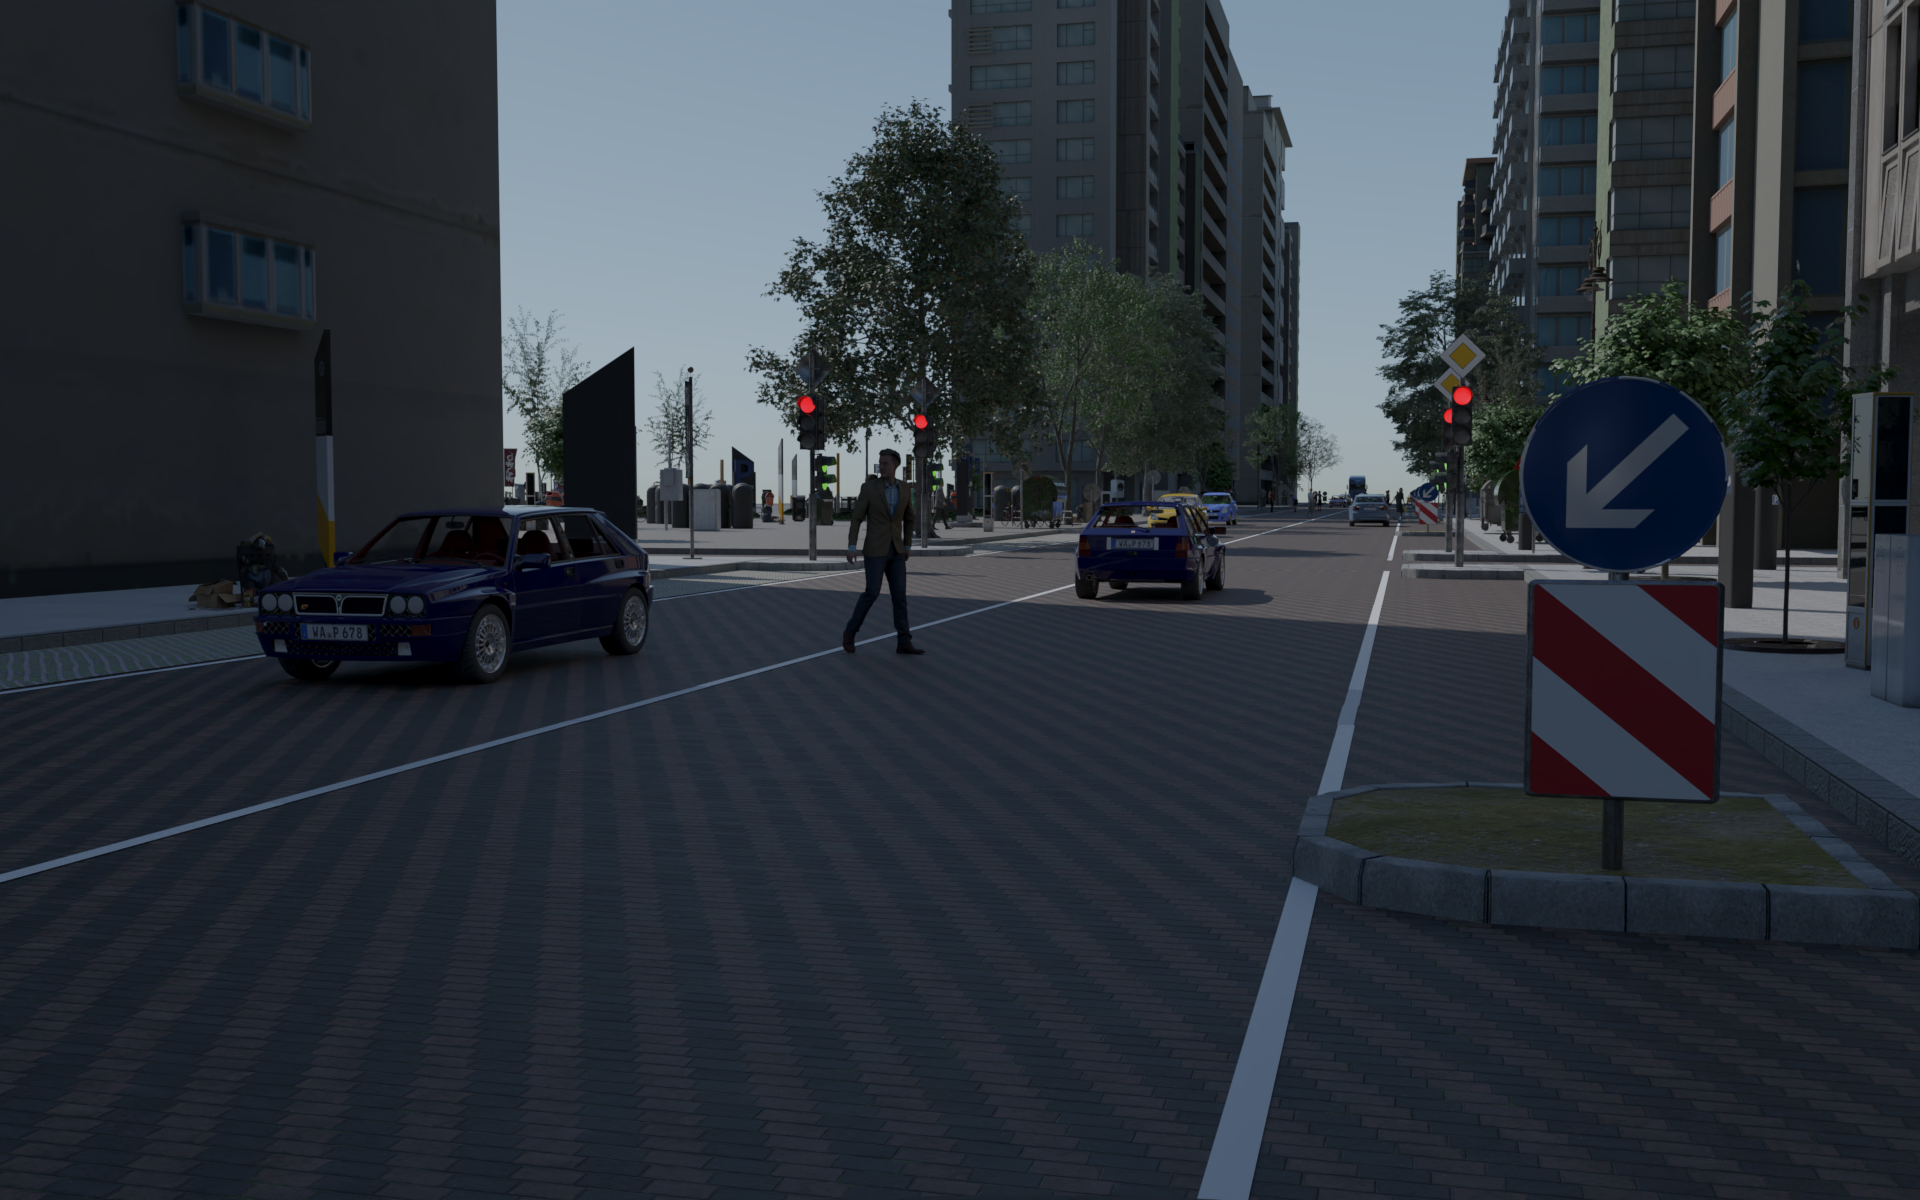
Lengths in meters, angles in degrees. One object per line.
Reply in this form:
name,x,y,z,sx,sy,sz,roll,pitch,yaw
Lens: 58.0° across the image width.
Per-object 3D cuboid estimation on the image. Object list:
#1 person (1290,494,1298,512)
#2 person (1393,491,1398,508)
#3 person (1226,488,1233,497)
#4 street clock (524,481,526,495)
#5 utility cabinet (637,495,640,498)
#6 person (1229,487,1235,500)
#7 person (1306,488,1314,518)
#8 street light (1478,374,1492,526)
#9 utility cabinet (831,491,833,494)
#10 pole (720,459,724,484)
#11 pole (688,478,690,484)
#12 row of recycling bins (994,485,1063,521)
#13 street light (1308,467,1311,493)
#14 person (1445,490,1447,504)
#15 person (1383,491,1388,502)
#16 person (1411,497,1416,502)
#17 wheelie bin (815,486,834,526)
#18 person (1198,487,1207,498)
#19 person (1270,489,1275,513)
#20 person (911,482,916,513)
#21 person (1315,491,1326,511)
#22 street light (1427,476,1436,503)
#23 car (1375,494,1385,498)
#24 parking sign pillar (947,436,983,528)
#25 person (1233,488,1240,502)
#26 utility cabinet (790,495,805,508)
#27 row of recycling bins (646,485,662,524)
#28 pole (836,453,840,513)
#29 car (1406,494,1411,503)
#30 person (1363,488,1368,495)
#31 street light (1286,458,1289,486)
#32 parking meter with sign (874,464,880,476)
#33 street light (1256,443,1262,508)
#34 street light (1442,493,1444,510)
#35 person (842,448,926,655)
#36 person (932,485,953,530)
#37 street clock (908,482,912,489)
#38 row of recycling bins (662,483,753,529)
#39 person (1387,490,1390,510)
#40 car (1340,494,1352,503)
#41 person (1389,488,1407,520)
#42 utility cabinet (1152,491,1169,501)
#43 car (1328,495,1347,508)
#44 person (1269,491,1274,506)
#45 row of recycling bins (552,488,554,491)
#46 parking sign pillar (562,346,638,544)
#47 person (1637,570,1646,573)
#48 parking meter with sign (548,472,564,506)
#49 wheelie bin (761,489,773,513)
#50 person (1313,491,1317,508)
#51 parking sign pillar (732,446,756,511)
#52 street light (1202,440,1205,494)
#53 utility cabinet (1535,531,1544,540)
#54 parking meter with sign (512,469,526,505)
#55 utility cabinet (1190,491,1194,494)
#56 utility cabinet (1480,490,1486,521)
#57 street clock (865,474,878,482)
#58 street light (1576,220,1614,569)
person,26.338,-7.641,136.655,0.697,1.427,0.421,3,5,40
person,45.656,-10.517,181.169,0.721,1.736,1.217,-1,4,-18
person,20.393,-7.609,131.251,0.742,1.727,0.445,3,5,44
street clock,-24.494,-5.726,98.189,0.471,2.002,0.358,3,5,42
utility cabinet,-21.135,-6.241,113.195,0.306,1.237,1.020,0,4,0
person,21.180,-7.866,134.516,0.599,1.838,0.709,2,4,25
person,21.426,-5.950,106.003,0.478,1.798,0.641,-1,4,-20
street light,20.265,-5.760,66.970,0.468,5.910,1.993,1,4,14
utility cabinet,-9.242,-6.675,117.811,1.173,1.500,0.318,1,4,22
pole,-14.019,-6.621,102.102,0.158,3.312,0.155,0,3,0
pole,-13.459,-5.647,86.165,0.158,3.312,0.155,0,3,0
row of recycling bins,3.208,-4.611,82.499,3.534,1.692,1.069,-1,4,-22
street light,48.113,-16.272,238.834,0.468,5.910,1.993,1,4,14
person,60.684,-12.800,215.845,1.217,1.766,0.721,-2,4,-29
person,41.085,-9.687,167.409,0.750,1.759,0.617,1,4,13
person,39.117,-8.370,148.615,1.065,1.426,0.557,-2,4,-32
wheelie bin,-5.605,-3.834,70.602,0.693,1.594,0.980,3,5,44
person,16.861,-6.928,119.844,1.217,1.766,0.721,1,4,15
person,23.843,-7.561,132.061,0.705,1.831,1.348,1,4,15
person,-1.928,-4.066,72.770,0.600,1.795,0.529,2,4,24
person,30.280,-8.332,145.522,0.721,1.735,1.217,-2,4,-34
street light,60.277,-15.227,221.756,0.468,5.910,1.993,1,4,14
car,54.147,-13.146,223.730,1.959,1.807,4.718,1,4,13
parking sign pillar,0.180,-4.797,66.902,1.447,3.967,1.447,1,4,10
person,22.402,-8.293,141.721,0.705,1.814,1.350,-3,5,-43
utility cabinet,-11.153,-6.600,119.077,1.020,1.237,0.306,1,4,12
row of recycling bins,-12.359,-4.100,74.151,1.069,1.692,3.534,-3,4,-38
pole,-6.059,-5.640,86.056,0.158,3.312,0.155,0,3,0
car,65.384,-14.674,250.143,2.015,1.641,3.980,1,4,15
person,28.276,-6.883,121.053,0.705,1.823,1.348,0,4,-6
street light,37.179,-13.700,196.784,0.468,5.910,1.993,1,4,14
parking meter with sign,-4.100,-6.302,99.299,1.738,3.016,0.543,3,4,38
street light,27.210,-11.329,158.013,0.468,5.910,1.993,1,4,14
street light,39.467,-10.312,141.391,0.468,5.910,1.993,1,4,14
person,-0.718,-0.435,15.526,0.836,1.842,0.656,2,4,28
person,-0.633,-3.389,61.846,0.834,1.777,0.661,0,4,-8
street clock,-2.909,-6.018,102.958,0.471,2.002,0.358,-3,5,-40
row of recycling bins,-9.336,-3.547,65.100,3.534,1.692,1.069,2,4,25
person,39.500,-9.239,159.574,0.705,1.823,1.348,1,4,12
car,47.043,-12.322,211.694,2.015,1.641,3.980,1,4,15
person,24.291,-5.407,97.123,1.509,1.804,0.699,1,4,9
utility cabinet,12.682,-6.192,109.914,1.173,1.500,0.318,1,4,9
car,39.271,-10.236,179.930,1.945,1.354,3.894,1,4,14
person,33.646,-10.989,187.174,0.593,1.643,0.415,1,4,23
row of recycling bins,-23.093,-5.997,105.161,3.534,1.692,1.069,-1,4,-13
parking sign pillar,-6.601,-2.649,31.780,1.447,3.967,1.447,0,4,-6
person,11.024,-1.356,28.177,0.622,1.834,0.822,0,4,7
parking meter with sign,-22.799,-6.271,98.791,0.543,3.016,1.738,2,4,23
wheelie bin,-13.049,-6.692,117.315,0.980,1.594,0.693,1,4,8
person,36.193,-10.269,177.203,0.742,1.727,0.445,3,5,39
parking sign pillar,-12.172,-6.673,97.577,1.447,3.967,1.447,-2,4,-26
street light,16.365,-8.756,115.940,0.468,5.910,1.993,1,4,14
utility cabinet,16.139,-2.254,48.022,1.020,1.237,0.306,0,4,-6
parking meter with sign,-30.999,-7.699,122.132,0.543,3.016,1.738,2,4,26
utility cabinet,14.983,-6.375,112.904,0.318,1.500,1.173,1,4,19
utility cabinet,24.691,-4.368,80.091,1.173,1.500,0.318,2,4,31
street clock,-3.170,-3.533,62.338,0.471,2.002,0.358,-3,5,-42
street light,10.752,-3.467,29.471,0.468,5.910,1.993,1,4,14
